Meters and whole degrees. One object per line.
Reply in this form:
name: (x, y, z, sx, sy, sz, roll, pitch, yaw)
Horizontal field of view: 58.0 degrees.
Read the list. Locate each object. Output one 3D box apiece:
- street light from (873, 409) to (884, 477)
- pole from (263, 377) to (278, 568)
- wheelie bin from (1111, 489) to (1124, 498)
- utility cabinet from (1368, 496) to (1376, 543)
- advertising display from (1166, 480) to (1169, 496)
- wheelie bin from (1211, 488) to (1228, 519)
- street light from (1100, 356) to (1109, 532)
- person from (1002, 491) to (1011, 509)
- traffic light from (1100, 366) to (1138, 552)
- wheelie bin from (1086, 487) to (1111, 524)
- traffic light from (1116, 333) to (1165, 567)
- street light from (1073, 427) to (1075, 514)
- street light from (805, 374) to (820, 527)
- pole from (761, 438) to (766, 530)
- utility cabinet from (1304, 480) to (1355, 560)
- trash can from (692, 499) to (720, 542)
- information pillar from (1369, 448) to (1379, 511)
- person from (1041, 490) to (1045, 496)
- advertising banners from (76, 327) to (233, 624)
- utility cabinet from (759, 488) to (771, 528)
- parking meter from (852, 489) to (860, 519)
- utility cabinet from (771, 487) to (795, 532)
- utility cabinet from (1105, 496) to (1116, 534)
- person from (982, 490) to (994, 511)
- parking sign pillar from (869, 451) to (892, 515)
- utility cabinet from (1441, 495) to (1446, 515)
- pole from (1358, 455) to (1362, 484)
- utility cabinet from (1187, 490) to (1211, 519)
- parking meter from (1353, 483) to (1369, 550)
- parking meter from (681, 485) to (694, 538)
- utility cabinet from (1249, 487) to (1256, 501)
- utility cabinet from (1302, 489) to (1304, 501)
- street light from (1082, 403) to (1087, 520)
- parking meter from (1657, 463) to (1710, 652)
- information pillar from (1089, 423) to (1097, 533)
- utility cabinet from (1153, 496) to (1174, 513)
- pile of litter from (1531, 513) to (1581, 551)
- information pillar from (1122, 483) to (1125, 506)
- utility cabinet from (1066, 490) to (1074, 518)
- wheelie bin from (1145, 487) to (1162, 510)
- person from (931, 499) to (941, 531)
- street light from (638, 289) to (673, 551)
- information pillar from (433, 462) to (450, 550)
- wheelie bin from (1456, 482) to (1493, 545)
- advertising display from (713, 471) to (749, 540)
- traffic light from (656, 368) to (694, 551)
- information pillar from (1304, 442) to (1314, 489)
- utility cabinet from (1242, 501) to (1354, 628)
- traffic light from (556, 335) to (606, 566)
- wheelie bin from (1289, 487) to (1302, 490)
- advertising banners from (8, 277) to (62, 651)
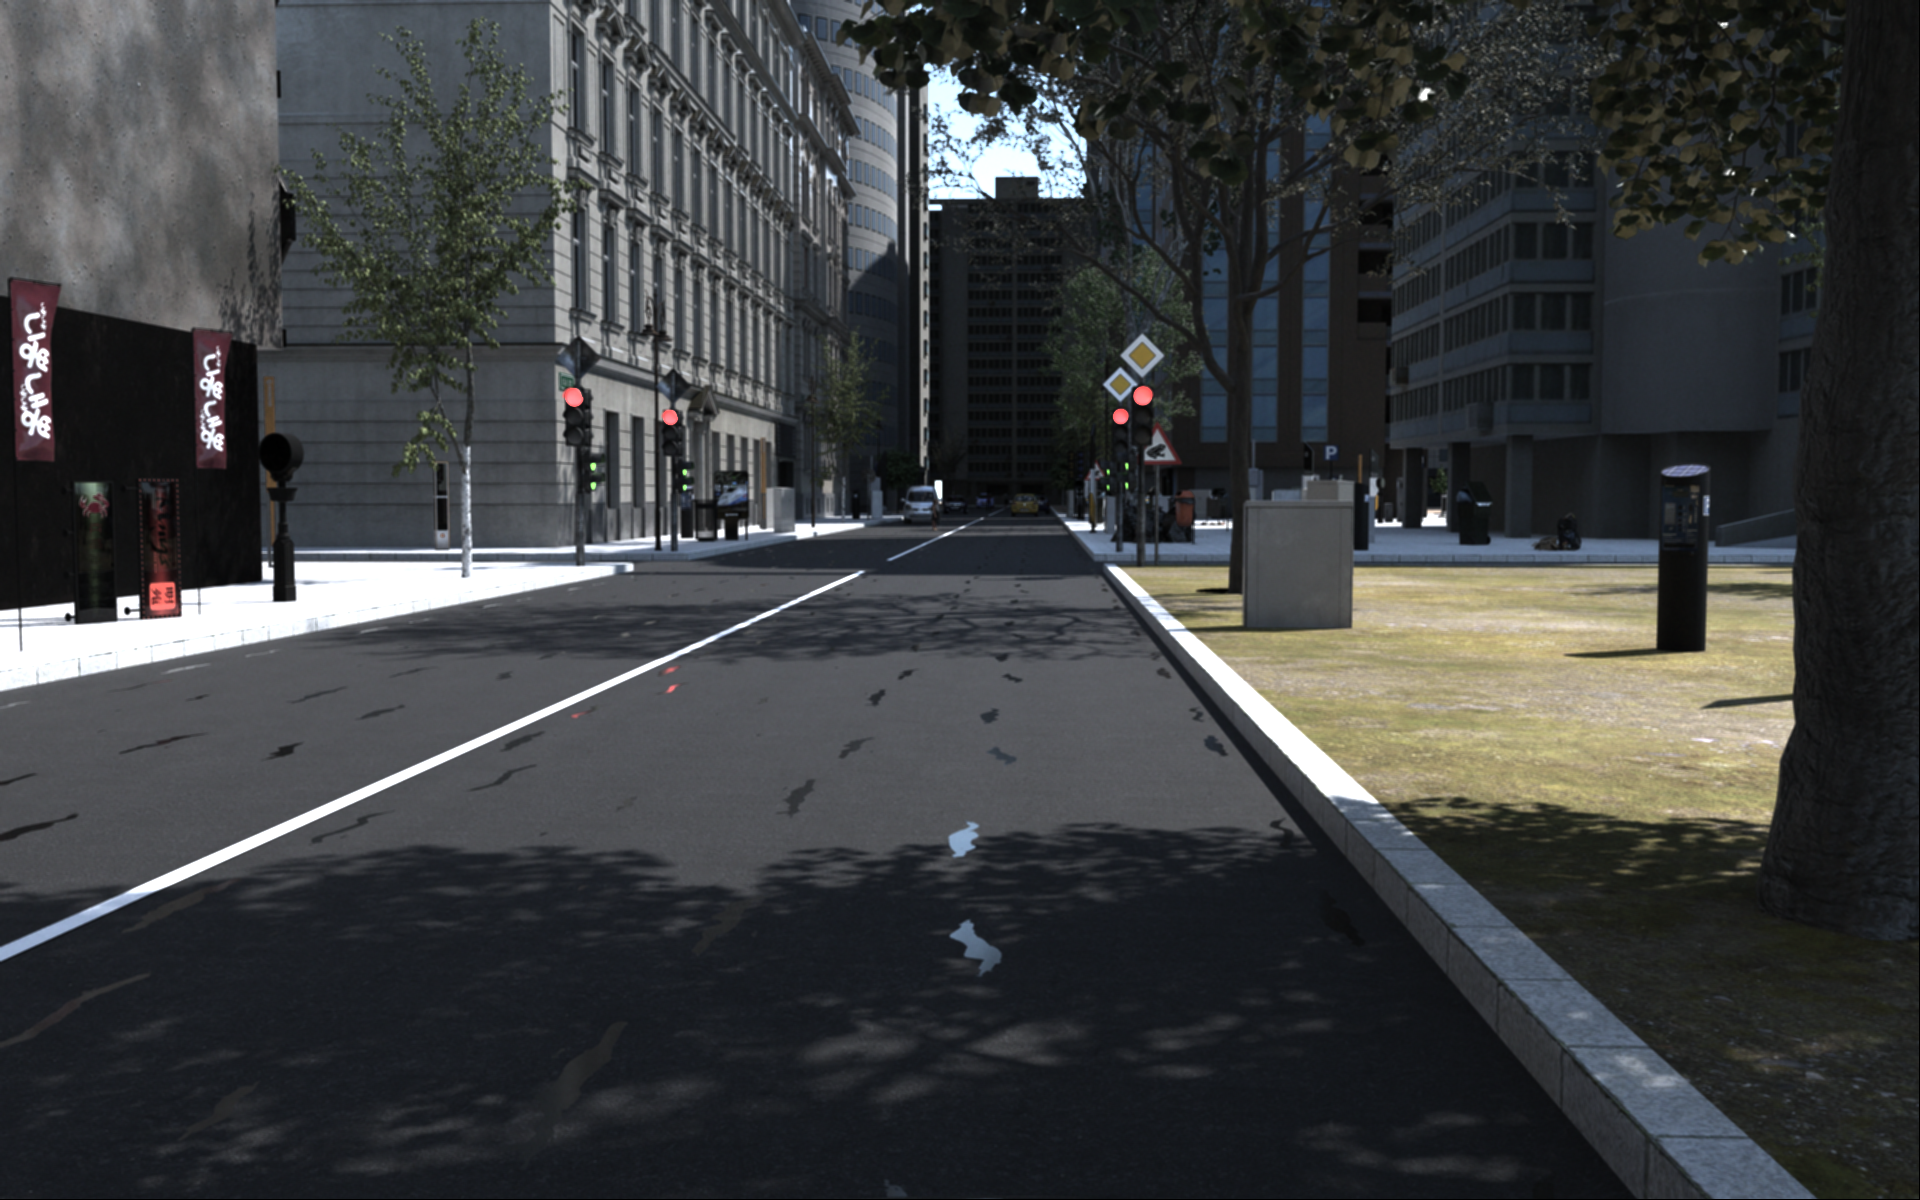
street light: (-4.418, -7.413, 93.997, 0.468, 5.910, 1.993, 0, 4, 3)
pole: (-12.014, -2.223, 30.195, 0.158, 3.312, 0.155, 0, 3, 0)
wheelie bin: (6.978, -4.295, 78.124, 0.980, 1.594, 0.693, -3, 5, -41)
utility cabinet: (10.563, -2.091, 45.344, 0.306, 1.237, 1.020, 2, 4, 32)
advertising display: (9.517, -4.538, 79.409, 0.123, 1.923, 0.974, 0, 4, 6)
wheelie bin: (13.370, -4.967, 89.118, 0.980, 1.594, 0.693, -2, 4, -24)
street light: (4.926, -5.228, 58.263, 0.468, 5.910, 1.993, 0, 4, 3)
person: (4.619, -9.920, 171.480, 1.217, 1.735, 0.721, -3, 4, -38)
traffic light: (3.514, -3.019, 38.284, 0.839, 4.253, 0.868, 0, 4, 3)
wheelie bin: (5.926, -4.107, 75.054, 0.980, 1.594, 0.693, 1, 4, 9)
traffic light: (3.158, -2.531, 30.307, 0.839, 4.253, 0.868, 0, 4, 3)
street light: (7.445, -8.543, 112.473, 0.468, 5.910, 1.993, 0, 4, 3)
street light: (-5.660, -5.739, 66.623, 0.468, 5.910, 1.993, 0, 4, 3)
pole: (-7.111, -4.210, 62.672, 0.158, 3.312, 0.155, 0, 3, 0)
utility cabinet: (5.912, -1.160, 27.637, 0.318, 1.500, 1.173, -1, 4, -12)
trash can: (-6.879, -2.159, 46.958, 0.748, 1.137, 0.748, 0, 3, 0)
information pillar: (20.900, -5.880, 87.497, 0.504, 3.616, 0.183, -1, 4, -18)
person: (7.315, -8.931, 154.529, 0.705, 1.822, 1.348, -2, 4, -27)
advertising banners: (-8.269, -1.320, 17.774, 0.090, 3.025, 2.074, 2, 4, 26)
utility cabinet: (-6.908, -3.406, 64.375, 1.173, 1.500, 0.318, -3, 5, -43)
parking meter: (-5.326, -4.915, 88.769, 0.372, 1.533, 0.369, 0, 3, 0)
utility cabinet: (-5.862, -3.013, 57.948, 0.318, 1.500, 1.173, 1, 4, 16)
utility cabinet: (4.835, -2.717, 55.582, 0.306, 1.237, 1.020, 0, 4, 2)
person: (2.387, -8.182, 142.958, 1.217, 1.739, 0.721, 1, 4, 14)
parking sign pillar: (-4.924, -7.235, 106.769, 1.447, 3.967, 1.447, 1, 4, 16)
utility cabinet: (29.849, -5.811, 106.165, 0.306, 1.237, 1.020, 3, 5, 39)
pole: (20.608, -5.840, 89.328, 0.158, 3.312, 0.155, 0, 3, 0)
utility cabinet: (12.095, -4.825, 87.570, 1.173, 1.500, 0.318, 2, 4, 27)
parking meter: (9.148, -1.906, 39.572, 0.372, 1.533, 0.369, 0, 3, 0)
parking meter: (-7.946, -2.571, 50.442, 0.372, 1.533, 0.369, 0, 3, 0)
utility cabinet: (9.039, -2.764, 53.872, 0.318, 1.500, 1.173, 0, 4, 7)
utility cabinet: (14.237, -3.699, 69.164, 1.173, 1.500, 0.318, 3, 4, 36)
street light: (6.091, -6.884, 85.339, 0.468, 5.910, 1.993, 0, 4, 3)
parking meter: (5.935, -0.355, 14.213, 0.372, 1.533, 0.369, 0, 3, 0)
information pillar: (4.394, -4.034, 57.316, 0.183, 3.616, 0.504, 1, 4, 15)
utility cabinet: (6.573, -2.646, 54.422, 1.020, 1.237, 0.306, 1, 4, 9)
pile of litter: (13.672, -1.578, 39.759, 1.176, 0.858, 1.719, 3, 5, 44)
information pillar: (9.105, -5.703, 97.731, 0.304, 2.012, 0.304, 2, 4, 31)
utility cabinet: (5.890, -5.145, 92.796, 0.318, 1.500, 1.173, 0, 4, -3)
wheelie bin: (8.358, -4.101, 74.964, 0.693, 1.594, 0.980, 2, 4, 24)
person: (-0.935, -3.341, 67.800, 0.373, 1.253, 0.362, 2, 4, 27)
street light: (-6.859, -4.061, 39.186, 0.468, 5.910, 1.993, 0, 4, 3)
information pillar: (-11.858, -2.146, 39.582, 0.304, 2.012, 0.304, -2, 4, -25)
wheelie bin: (12.968, -2.195, 43.798, 0.980, 1.594, 0.693, -2, 4, -31)
advertising display: (-6.349, -2.621, 48.063, 0.974, 1.923, 0.123, -1, 4, -17)
traffic light: (-6.388, -3.045, 38.708, 0.839, 4.253, 0.868, 0, 4, 3)
information pillar: (15.619, -5.280, 77.678, 0.183, 3.616, 0.504, -3, 5, -40)
utility cabinet: (3.250, -0.338, 16.691, 1.020, 1.237, 0.306, 0, 4, 5)
traffic light: (-6.744, -2.557, 30.731, 0.839, 4.253, 0.868, 0, 4, 3)
wheelie bin: (14.650, -4.158, 75.884, 0.980, 1.594, 0.693, -2, 4, -31)
advertising banners: (-7.809, -1.061, 13.535, 0.090, 3.025, 2.074, 1, 4, 18)
